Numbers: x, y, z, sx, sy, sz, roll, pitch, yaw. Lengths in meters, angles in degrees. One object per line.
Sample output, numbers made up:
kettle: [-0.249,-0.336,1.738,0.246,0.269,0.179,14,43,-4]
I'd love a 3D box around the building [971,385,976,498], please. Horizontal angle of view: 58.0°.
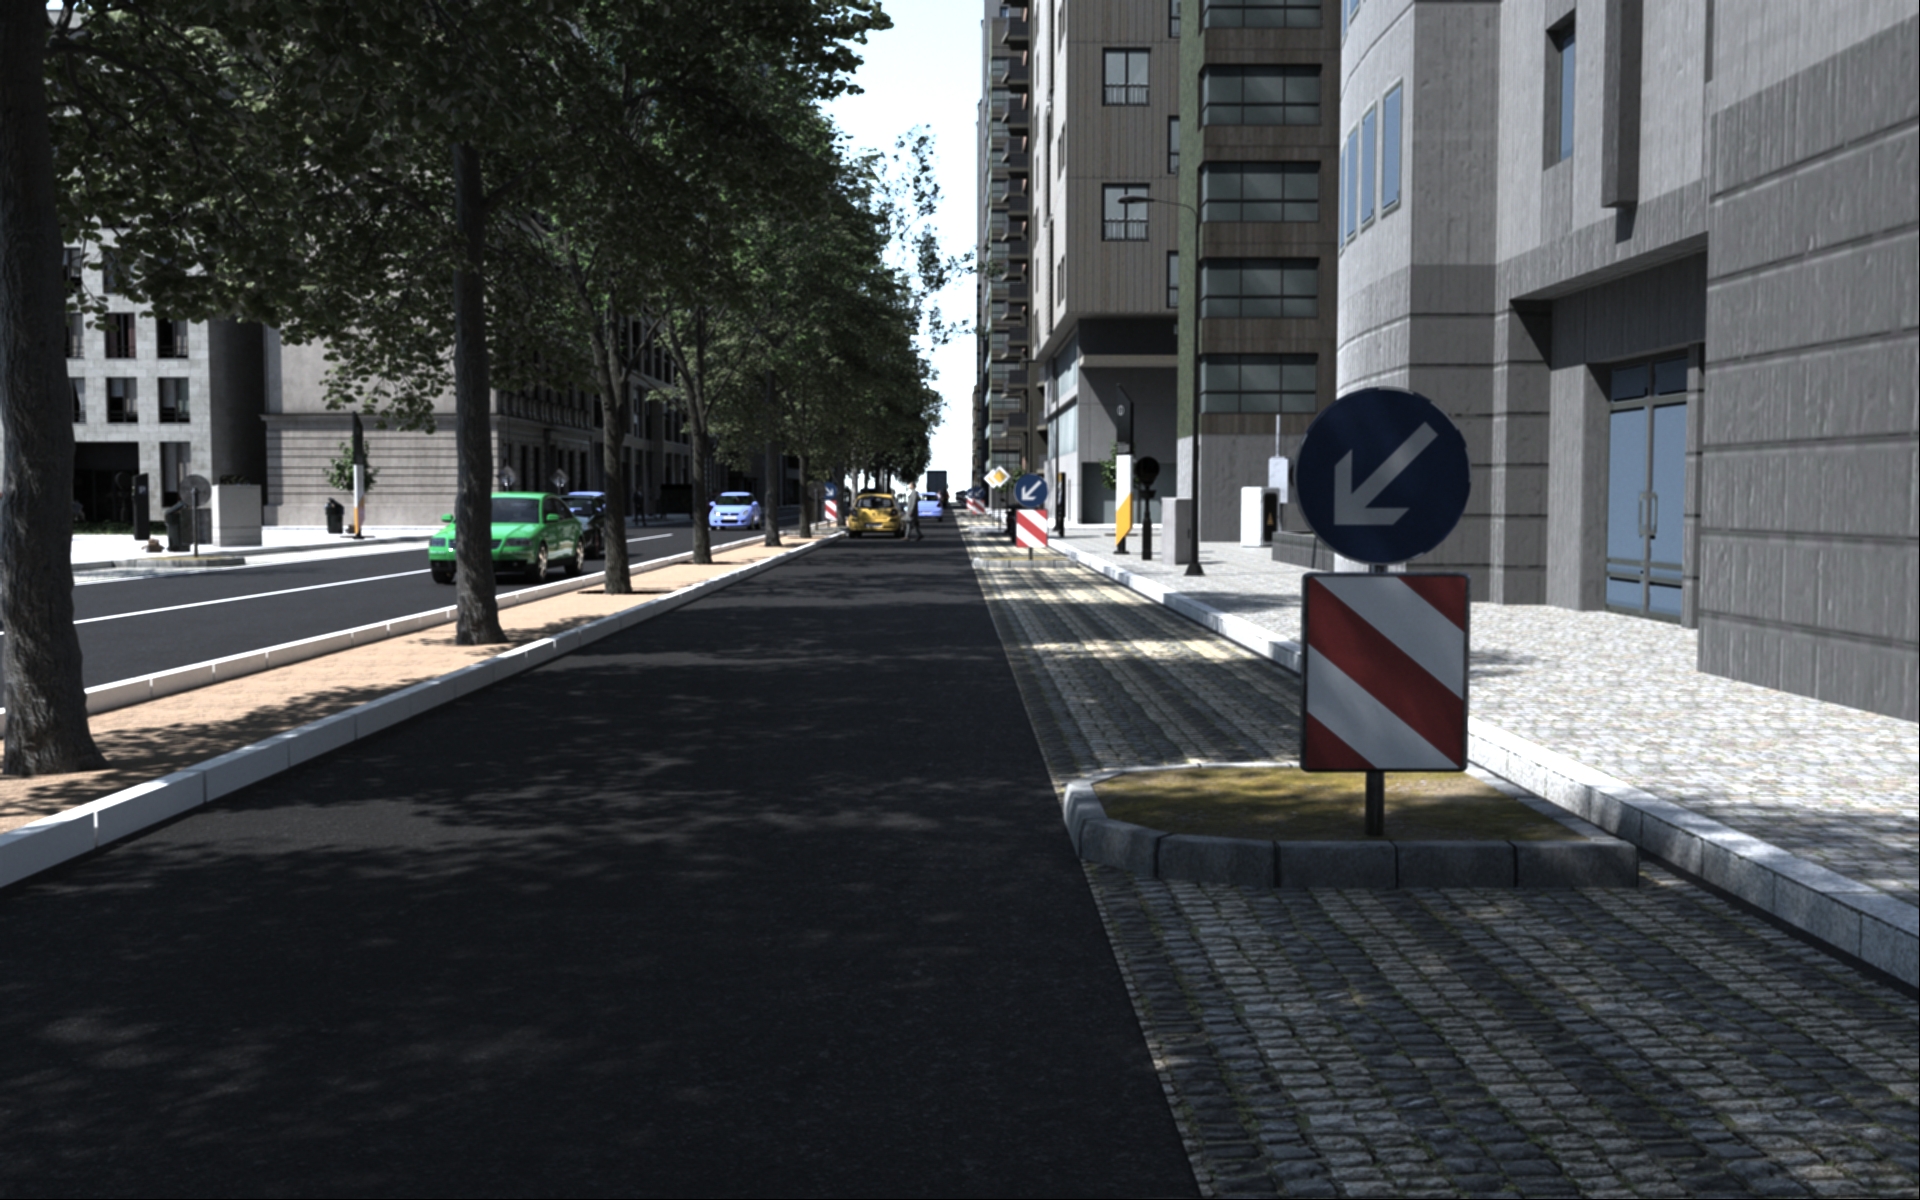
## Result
building: [15.877,-27.119,288.429,27.650,21.520,28.899,0,4,0]

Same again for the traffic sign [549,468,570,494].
traffic sign: [-15.637,-3.915,67.652,0.795,2.450,0.064,0,4,0]

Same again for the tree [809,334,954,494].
tree: [-5.198,-11.589,108.952,9.611,12.733,9.660,0,3,0]

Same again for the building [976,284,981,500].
building: [9.193,-28.533,238.216,14.160,30.474,14.107,0,4,0]

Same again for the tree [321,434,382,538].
tree: [-17.699,-3.451,51.030,1.663,3.219,1.824,0,3,0]

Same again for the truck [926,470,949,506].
truck: [-2.757,-13.450,208.827,2.839,4.237,11.283,0,4,0]

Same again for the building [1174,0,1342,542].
building: [13.384,-17.160,52.267,14.160,30.474,14.107,0,4,0]

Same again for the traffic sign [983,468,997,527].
traffic sign: [1.307,-3.921,67.758,0.795,2.450,0.064,0,4,0]

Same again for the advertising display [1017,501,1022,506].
advertising display: [2.724,-4.531,79.293,0.123,1.923,0.974,0,4,-3]

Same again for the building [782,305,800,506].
building: [-29.470,-34.977,195.568,21.300,48.544,21.600,0,4,0]

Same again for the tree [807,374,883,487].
tree: [-5.366,-7.666,78.153,4.737,8.622,4.395,0,3,0]

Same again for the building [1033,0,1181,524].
building: [17.133,-30.188,82.814,27.495,52.752,28.713,0,4,0]

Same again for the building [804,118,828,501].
building: [-32.509,-39.747,239.100,28.713,52.752,27.495,0,4,0]

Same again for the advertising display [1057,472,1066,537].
advertising display: [3.036,-2.852,51.850,0.123,1.923,0.974,0,4,-4]

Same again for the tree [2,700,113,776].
tree: [-4.601,-5.356,8.154,7.486,12.596,7.792,0,3,0]

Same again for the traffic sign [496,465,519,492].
traffic sign: [-15.577,-3.427,59.667,0.795,2.450,0.064,0,4,0]

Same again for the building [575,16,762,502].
building: [-24.896,-30.526,149.202,14.600,45.320,14.200,0,4,0]

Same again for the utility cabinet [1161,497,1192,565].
utility cabinet: [4.013,-1.261,31.777,0.306,1.237,1.020,2,4,27]

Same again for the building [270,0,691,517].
building: [-28.369,-18.314,103.957,19.350,26.468,34.151,0,4,0]

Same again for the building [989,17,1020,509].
building: [9.587,-28.693,152.727,14.154,41.232,14.086,0,4,0]

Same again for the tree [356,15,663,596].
tree: [-5.003,-5.892,24.542,9.928,11.665,9.643,0,3,0]

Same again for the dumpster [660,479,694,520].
dumpster: [-15.693,-5.588,96.315,1.985,2.255,1.502,0,3,0]

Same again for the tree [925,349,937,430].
tree: [-4.865,-9.251,71.837,7.486,12.596,7.792,0,3,0]

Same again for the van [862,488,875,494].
van: [-8.352,-9.713,163.192,2.240,2.365,5.245,0,4,0]

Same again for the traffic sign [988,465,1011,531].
traffic sign: [1.367,-3.433,59.773,0.795,2.450,0.064,0,4,0]

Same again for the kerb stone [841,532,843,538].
kerb stone: [-3.923,-2.048,55.684,0.120,0.150,1.000,0,4,0]

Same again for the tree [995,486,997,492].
tree: [3.572,-9.185,144.777,1.663,3.219,1.824,0,3,0]

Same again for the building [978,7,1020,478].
building: [13.900,-33.974,175.090,23.786,49.044,30.456,0,4,0]

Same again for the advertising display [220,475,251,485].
advertising display: [-24.827,-3.312,59.365,0.974,1.923,0.123,-2,4,-32]

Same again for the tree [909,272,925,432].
tree: [-4.962,-7.673,46.034,7.486,12.596,7.792,0,3,0]

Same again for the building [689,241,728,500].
building: [-23.712,-18.566,132.435,11.050,23.489,19.941,0,4,0]

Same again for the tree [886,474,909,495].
tree: [-5.427,-11.523,141.213,4.360,8.622,3.978,0,3,0]

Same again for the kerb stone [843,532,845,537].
kerb stone: [-3.931,-2.106,56.706,0.120,0.150,1.000,0,4,0]

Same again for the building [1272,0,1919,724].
building: [15.749,-29.285,20.809,21.231,58.520,28.212,0,4,0]

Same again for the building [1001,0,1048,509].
building: [14.326,-28.954,128.017,22.147,44.769,28.867,0,4,0]

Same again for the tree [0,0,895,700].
tree: [-4.487,-5.819,15.727,7.486,12.596,7.792,0,3,0]

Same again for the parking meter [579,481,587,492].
parking meter: [-17.402,-4.540,79.938,0.255,1.863,0.399,-2,4,-33]

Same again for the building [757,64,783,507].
building: [-29.403,-38.406,169.933,21.231,58.520,28.212,0,4,0]

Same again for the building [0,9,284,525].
building: [-37.468,-13.279,71.859,16.860,20.320,10.420,0,4,0]

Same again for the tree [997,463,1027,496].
tree: [3.536,-6.799,105.763,1.663,3.219,1.824,0,3,0]

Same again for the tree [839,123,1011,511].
tree: [-4.176,-14.018,87.532,12.611,20.169,13.585,0,3,0]

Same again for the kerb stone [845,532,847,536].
kerb stone: [-3.936,-2.163,57.739,0.120,0.150,1.000,0,4,0]

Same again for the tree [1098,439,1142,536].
tree: [5.105,-3.599,53.438,1.663,3.219,1.824,0,3,0]

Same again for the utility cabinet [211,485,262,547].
utility cabinet: [-17.474,-2.028,41.834,0.318,1.500,1.173,2,4,31]

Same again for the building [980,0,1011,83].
building: [12.995,-40.494,204.074,21.231,58.520,28.212,0,4,0]

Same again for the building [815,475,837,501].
building: [-30.195,-37.530,268.242,22.147,44.769,28.867,0,4,0]

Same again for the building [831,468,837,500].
building: [-27.418,-37.127,290.624,14.154,41.232,14.086,0,4,0]

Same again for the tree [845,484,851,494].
tree: [-19.541,-18.664,299.760,1.663,3.219,1.824,0,3,0]

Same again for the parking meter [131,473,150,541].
parking meter: [-22.642,-2.578,47.855,0.399,1.863,0.255,-3,5,-44]

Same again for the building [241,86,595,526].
building: [-22.994,-13.005,77.254,10.561,19.102,19.286,0,4,0]
